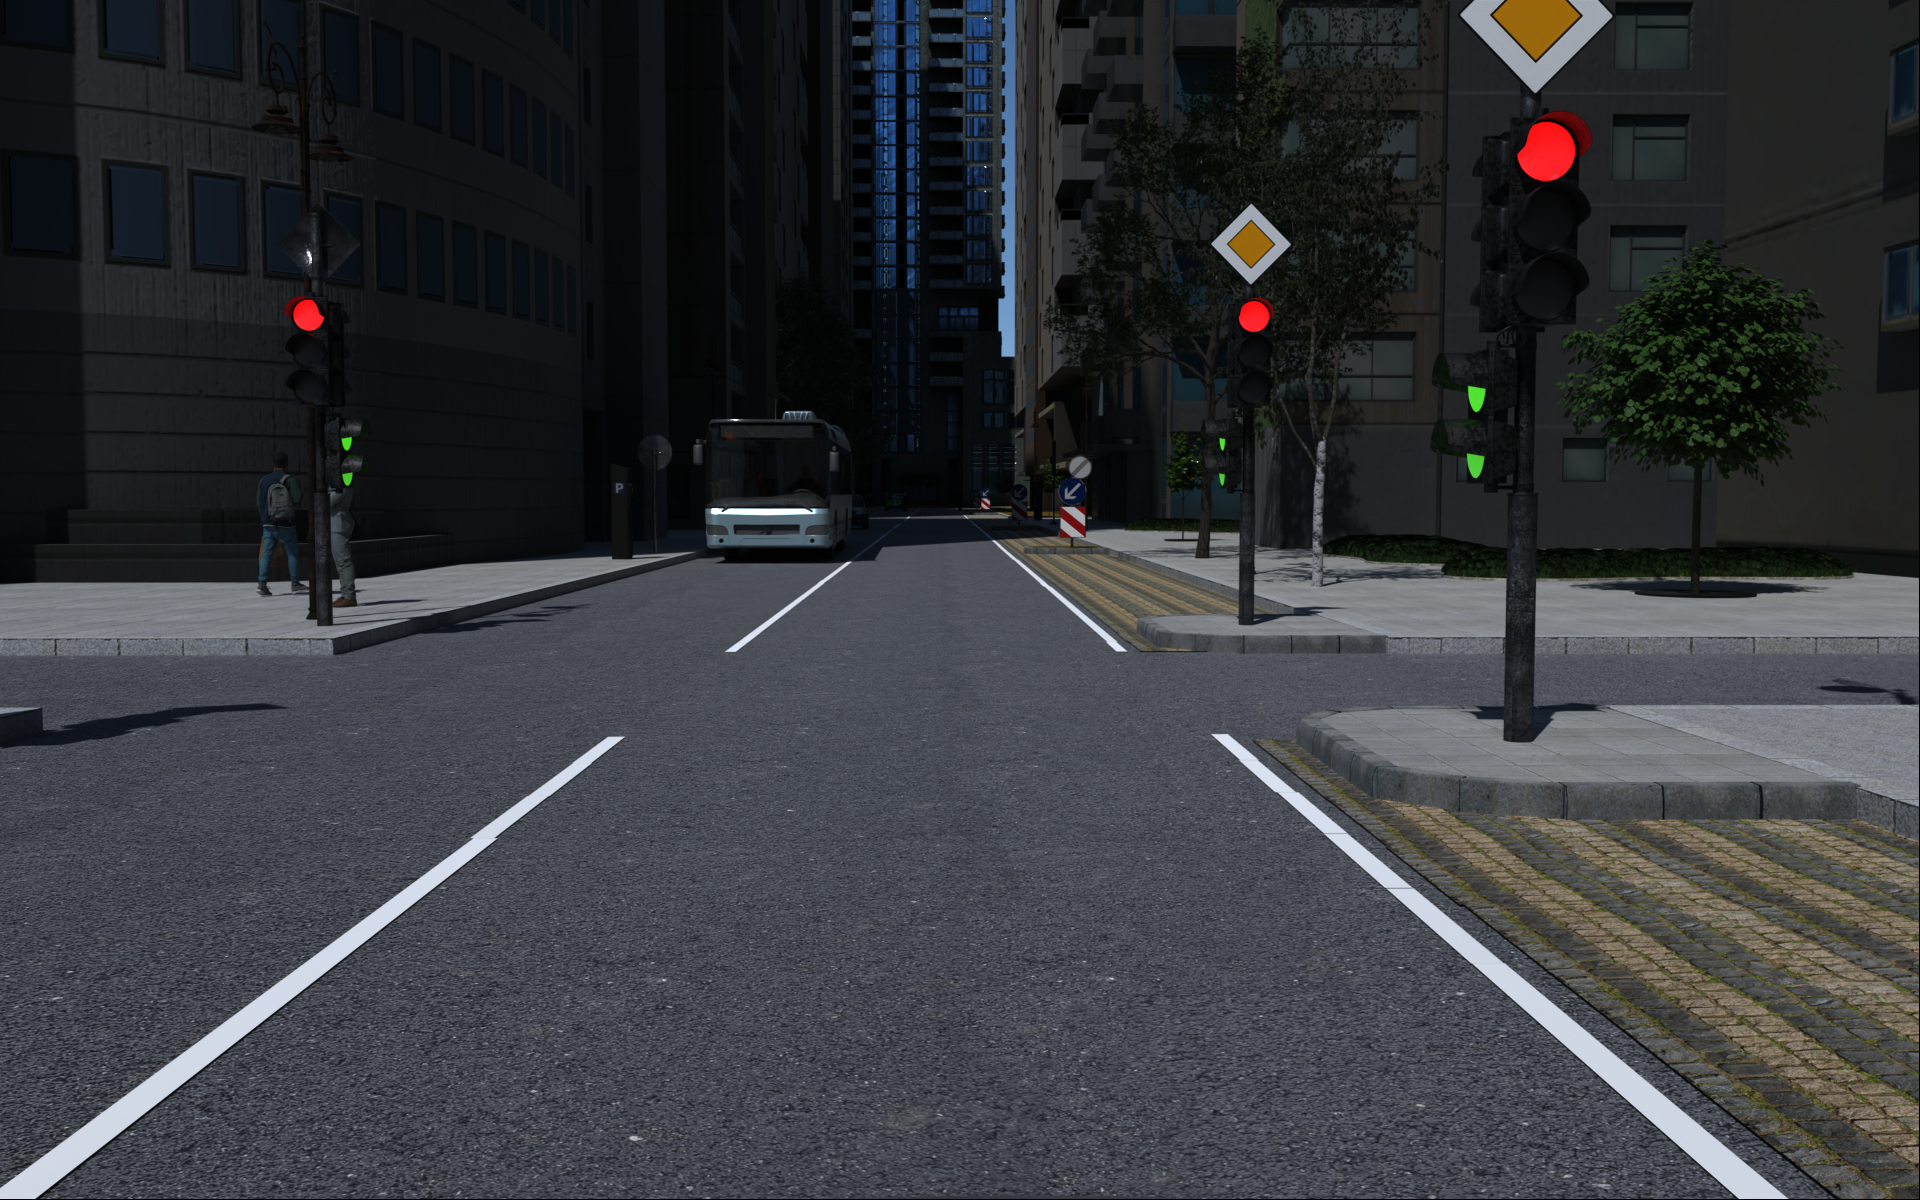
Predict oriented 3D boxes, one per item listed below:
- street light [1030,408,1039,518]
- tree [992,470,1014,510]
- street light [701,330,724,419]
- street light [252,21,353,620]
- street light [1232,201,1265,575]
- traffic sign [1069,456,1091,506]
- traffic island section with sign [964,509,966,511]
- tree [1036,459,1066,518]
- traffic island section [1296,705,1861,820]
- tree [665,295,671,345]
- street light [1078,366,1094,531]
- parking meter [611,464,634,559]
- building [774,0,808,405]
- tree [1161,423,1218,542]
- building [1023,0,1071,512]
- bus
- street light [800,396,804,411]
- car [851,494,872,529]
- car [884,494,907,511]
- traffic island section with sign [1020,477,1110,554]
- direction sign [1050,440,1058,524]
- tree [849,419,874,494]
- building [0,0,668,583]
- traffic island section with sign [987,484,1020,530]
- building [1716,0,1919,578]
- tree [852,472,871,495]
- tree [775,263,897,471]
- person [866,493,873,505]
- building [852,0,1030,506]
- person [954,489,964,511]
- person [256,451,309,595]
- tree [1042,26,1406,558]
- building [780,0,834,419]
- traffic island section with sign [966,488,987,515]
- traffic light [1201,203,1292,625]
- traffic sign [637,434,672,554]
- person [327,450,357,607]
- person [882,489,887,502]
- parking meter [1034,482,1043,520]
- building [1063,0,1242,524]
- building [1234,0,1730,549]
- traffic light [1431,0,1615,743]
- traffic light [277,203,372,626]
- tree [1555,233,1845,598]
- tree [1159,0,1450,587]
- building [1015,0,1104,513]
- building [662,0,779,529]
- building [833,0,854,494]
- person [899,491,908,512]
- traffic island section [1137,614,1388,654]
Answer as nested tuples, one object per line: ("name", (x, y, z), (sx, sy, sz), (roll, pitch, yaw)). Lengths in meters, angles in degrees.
("street light", (3.937, -7.240, 91.162), (0.468, 5.910, 1.993), (0, 4, -1))
("tree", (3.623, -8.829, 138.955), (1.663, 3.219, 1.824), (0, 3, 0))
("street light", (-6.983, -4.662, 49.018), (0.468, 5.910, 1.993), (0, 4, -1))
("street light", (-6.612, -2.740, 17.585), (0.468, 5.910, 1.993), (0, 4, -1))
("street light", (4.652, -3.346, 27.503), (0.468, 5.910, 1.993), (0, 4, -1))
("traffic sign", (4.021, -3.545, 58.065), (0.768, 2.556, 0.104), (0, 4, 6))
("traffic island section with sign", (1.302, -8.383, 145.694), (1.989, 1.847, 2.006), (0, 4, -1))
("tree", (4.797, -6.148, 95.126), (1.663, 3.219, 1.824), (0, 3, 0))
("traffic island section", (2.925, 0.812, 9.009), (2.009, 0.180, 2.903), (0, 4, -1))
("tree", (-11.146, -6.400, 54.995), (4.360, 8.622, 3.978), (0, 3, 0))
("street light", (4.360, -5.318, 59.729), (0.468, 5.910, 1.993), (0, 4, -1))
("parking meter", (-6.629, -1.732, 34.037), (0.399, 1.863, 0.255), (1, 4, 11))
("building", (-23.500, -31.571, 105.432), (28.713, 52.752, 27.495), (0, 4, -1))
("tree", (6.039, -3.205, 46.996), (1.663, 3.219, 1.824), (0, 3, 0))
("building", (12.240, -29.415, 131.040), (14.600, 45.320, 14.200), (0, 4, -1))
("bus", (-4.095, -2.829, 41.120), (2.948, 3.499, 13.247), (0, 4, -1))
("street light", (-7.320, -6.585, 80.452), (0.468, 5.910, 1.993), (0, 4, -1))
("car", (-4.633, -3.764, 71.330), (2.009, 1.686, 4.222), (0, 4, -2))
("car", (-5.447, -8.456, 147.048), (1.959, 1.807, 4.718), (0, 4, -1))
("traffic island section with sign", (2.547, -2.027, 41.773), (1.989, 1.847, 2.006), (0, 4, -1))
("direction sign", (3.986, -4.984, 73.480), (0.379, 3.537, 0.876), (0, 4, -6))
("tree", (-8.979, -11.803, 143.339), (4.737, 8.622, 4.395), (0, 3, 0))
("building", (-18.948, -30.164, 35.187), (21.231, 58.520, 28.212), (0, 4, -1))
("traffic island section with sign", (2.212, -3.676, 68.726), (1.989, 1.847, 2.006), (0, 4, -1))
("building", (25.099, -24.706, 27.650), (21.600, 48.544, 21.300), (0, 4, -1))
("tree", (-8.705, -9.566, 151.002), (1.663, 3.219, 1.824), (0, 3, 0))
("tree", (-8.125, -10.375, 86.631), (9.611, 12.733, 9.660), (0, 3, 0))
("person", (-8.834, -9.728, 168.326), (0.697, 1.427, 0.421), (-1, 4, -13))
("building", (-8.304, -53.463, 186.799), (31.000, 86.520, 22.319), (0, 4, -1))
("person", (-0.046, -8.251, 143.420), (0.705, 1.821, 1.348), (-3, 5, -40))
("person", (-8.599, -0.966, 21.818), (0.794, 1.824, 0.713), (2, 4, 27))
("tree", (5.190, -6.109, 34.302), (7.601, 10.594, 8.767), (0, 4, -1))
("building", (-16.579, -29.140, 126.550), (14.600, 45.320, 14.200), (0, 4, -1))
("traffic island section with sign", (1.625, -6.735, 118.741), (1.989, 1.847, 2.006), (0, 4, -1))
("traffic light", (2.790, -1.710, 16.879), (0.839, 4.253, 0.868), (0, 4, -1))
("traffic sign", (-6.529, -2.259, 37.040), (0.768, 2.556, 0.104), (0, 4, 8))
("person", (-7.133, -0.826, 19.725), (0.466, 1.800, 0.511), (-3, 4, -39))
("person", (-6.627, -8.734, 151.167), (0.599, 1.838, 0.709), (0, 4, -7))
("parking meter", (3.809, -4.808, 84.315), (0.255, 1.863, 0.399), (3, 5, 42))
("building", (17.106, -27.934, 76.327), (23.786, 49.044, 30.456), (0, 4, -1))
("building", (14.356, -22.159, 45.897), (14.154, 41.232, 14.086), (0, 4, -1))
("traffic light", (2.885, -1.222, 8.895), (0.839, 4.253, 0.868), (0, 4, -1))
("traffic light", (-6.170, -1.703, 16.757), (0.839, 4.253, 0.868), (0, 4, -1))
("tree", (9.407, -2.331, 21.827), (4.285, 4.588, 4.351), (0, 3, 0))
("tree", (4.935, -4.505, 24.016), (4.360, 8.622, 3.978), (0, 3, 0))
("building", (18.786, -34.444, 152.405), (28.713, 52.752, 27.495), (0, 4, -1))
("building", (-14.557, -23.319, 64.863), (14.154, 41.232, 14.086), (0, 4, -1))
("building", (-20.301, -43.826, 154.799), (20.611, 71.187, 20.563), (0, 4, -1))
("person", (-4.610, -8.097, 141.694), (0.445, 1.727, 0.742), (3, 5, 43))
("traffic island section", (2.830, 0.323, 16.994), (2.009, 0.180, 2.903), (0, 4, -1))
